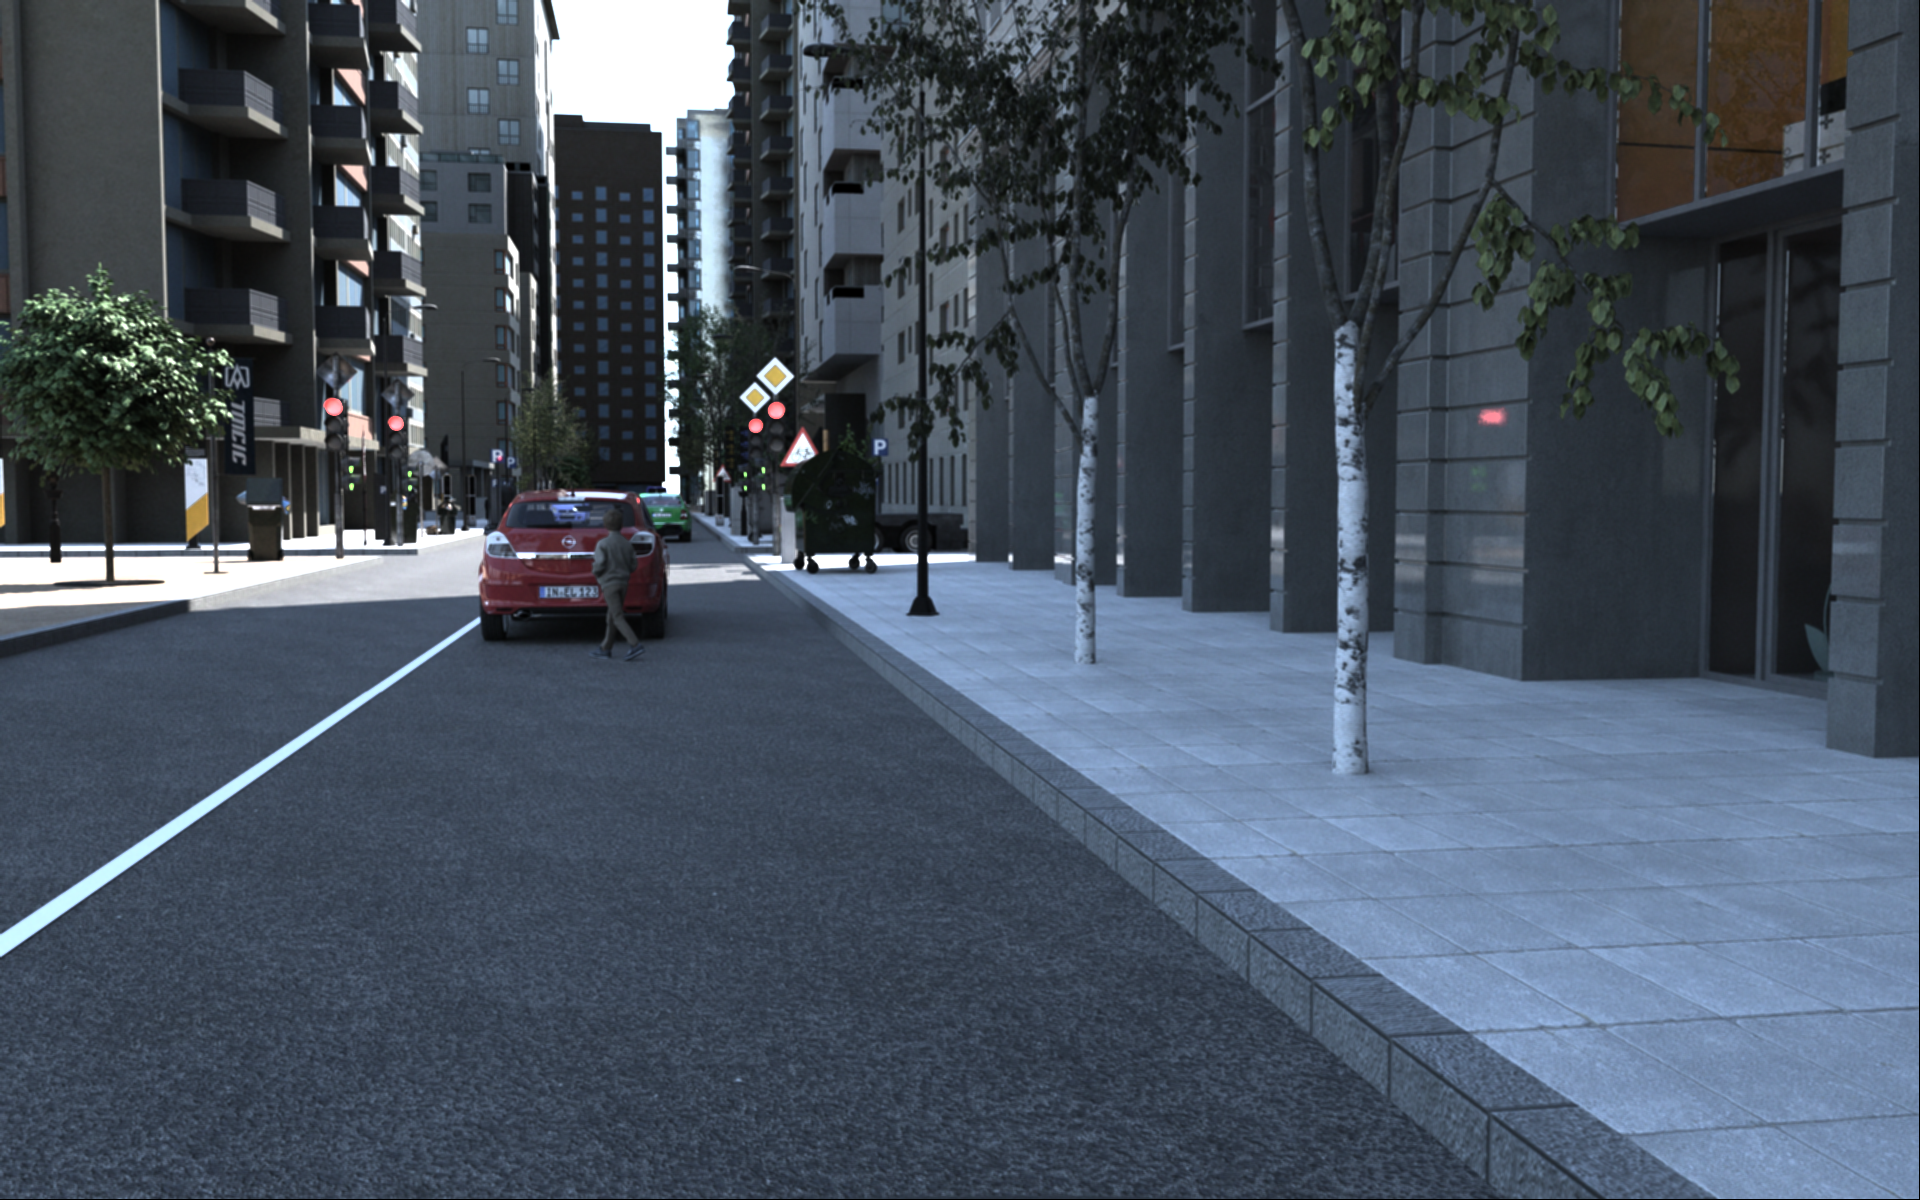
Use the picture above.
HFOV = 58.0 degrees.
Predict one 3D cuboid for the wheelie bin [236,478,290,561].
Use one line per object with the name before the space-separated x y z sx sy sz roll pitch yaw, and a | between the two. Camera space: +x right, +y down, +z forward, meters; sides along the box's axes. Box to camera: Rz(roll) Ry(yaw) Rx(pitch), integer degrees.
wheelie bin | -13.432 -1.561 33.427 0.980 1.594 0.693 -1 4 -17

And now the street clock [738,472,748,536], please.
street clock | -6.649 -2.979 53.270 0.358 2.002 0.471 0 4 -7

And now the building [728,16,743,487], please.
building | -15.009 -45.394 180.439 20.563 71.187 20.611 -1 4 -10

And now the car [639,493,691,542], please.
car | -9.174 -2.696 52.879 1.959 1.807 4.718 -1 4 -11

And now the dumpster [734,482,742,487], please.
dumpster | -6.738 -3.102 56.472 1.264 1.857 1.865 -1 4 -10

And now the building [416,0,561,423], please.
building | -53.796 -35.524 170.058 27.495 52.752 28.713 -1 4 -10

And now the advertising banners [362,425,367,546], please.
advertising banners | -14.868 -2.877 43.226 0.090 3.025 2.074 -1 4 -18

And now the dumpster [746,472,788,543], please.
dumpster | -5.012 -2.465 46.063 1.264 1.857 1.865 -1 4 -10

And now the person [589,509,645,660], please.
person | -2.993 -0.135 14.972 0.640 1.303 0.475 2 4 25

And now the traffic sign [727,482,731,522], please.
traffic sign | -10.700 -4.923 80.604 0.768 2.556 0.104 0 4 -8

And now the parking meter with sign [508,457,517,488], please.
parking meter with sign | -20.848 -5.108 79.769 0.543 3.016 1.738 0 4 -3

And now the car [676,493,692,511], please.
car | -14.558 -4.762 86.893 2.155 1.783 4.494 0 4 -8

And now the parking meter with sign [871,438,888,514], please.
parking meter with sign | -2.827 -3.599 55.111 0.543 3.016 1.738 -1 4 -22

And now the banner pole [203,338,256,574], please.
banner pole | -11.794 -2.320 27.941 0.863 3.779 0.401 -2 4 -29

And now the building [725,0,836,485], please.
building | -7.747 -29.816 142.115 22.147 44.769 28.867 -1 4 -10

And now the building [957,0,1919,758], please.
building | 7.937 -14.768 18.947 11.434 29.767 29.804 -1 4 -10

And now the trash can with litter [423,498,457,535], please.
trash can with litter | -16.243 -2.611 54.071 1.055 1.170 0.624 1 4 10

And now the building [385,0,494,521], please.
building | -41.196 -24.251 88.390 32.217 40.220 23.993 -1 4 -10

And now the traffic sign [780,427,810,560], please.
traffic sign | -3.035 -2.048 33.495 0.884 2.594 0.081 0 4 -7

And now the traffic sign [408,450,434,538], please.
traffic sign | -15.565 -3.053 50.030 0.768 2.556 0.104 0 4 -1

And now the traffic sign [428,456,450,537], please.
traffic sign | -15.794 -3.124 52.266 0.795 2.450 0.064 0 4 -7

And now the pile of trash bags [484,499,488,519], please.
pile of trash bags | -23.167 -4.781 87.921 1.912 1.369 3.447 -2 4 -23

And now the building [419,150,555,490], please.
building | -42.825 -23.111 149.559 14.160 30.474 14.107 -1 4 -10

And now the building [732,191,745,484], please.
building | -14.433 -23.979 163.756 14.160 30.474 14.107 -1 4 -10

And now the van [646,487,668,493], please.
van | -25.722 -8.718 146.931 2.240 2.365 5.245 -1 4 -11

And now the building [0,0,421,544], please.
building | -29.785 -24.508 55.333 22.147 44.769 28.867 -1 4 -10

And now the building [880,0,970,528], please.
building | 13.256 -13.228 61.319 28.899 21.520 27.650 -1 4 -10

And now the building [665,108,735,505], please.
building | -21.149 -36.476 215.983 30.456 49.044 23.786 -1 4 -10

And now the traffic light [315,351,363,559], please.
traffic light | -12.238 -2.764 34.112 0.839 4.253 0.868 -1 4 -10

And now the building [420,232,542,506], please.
building | -46.110 -17.276 127.499 27.650 21.520 28.899 -1 4 -10

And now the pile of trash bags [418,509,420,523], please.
pile of trash bags | -26.001 -4.159 77.745 3.447 1.369 1.912 -1 4 -20

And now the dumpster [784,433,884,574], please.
dumpster | -2.092 -1.594 28.556 1.502 2.255 1.985 -1 4 -10

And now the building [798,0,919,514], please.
building | 4.844 -31.401 102.648 28.713 52.752 27.495 -1 4 -10

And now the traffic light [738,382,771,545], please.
traffic light | -5.148 -3.334 43.437 0.839 4.253 0.868 -1 4 -10

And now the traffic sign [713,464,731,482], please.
traffic sign | -10.141 -4.535 74.151 0.884 2.594 0.081 0 4 -8

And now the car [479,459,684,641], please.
car | -4.043 -0.580 18.528 2.155 1.783 4.494 -1 4 -9

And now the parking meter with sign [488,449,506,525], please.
parking meter with sign | -18.157 -4.368 67.672 0.543 3.016 1.738 -1 4 -21

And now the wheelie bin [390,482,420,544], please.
wheelie bin | -14.396 -2.260 44.852 0.693 1.594 0.980 -3 4 -37

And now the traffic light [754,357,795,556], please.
traffic light | -3.802 -2.853 35.566 0.839 4.253 0.868 -1 4 -10

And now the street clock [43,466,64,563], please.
street clock | -16.876 -1.694 32.270 0.358 2.002 0.471 -2 4 -26

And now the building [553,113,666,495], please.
building | -42.685 -34.115 207.885 14.200 45.320 14.600 -1 4 -10
